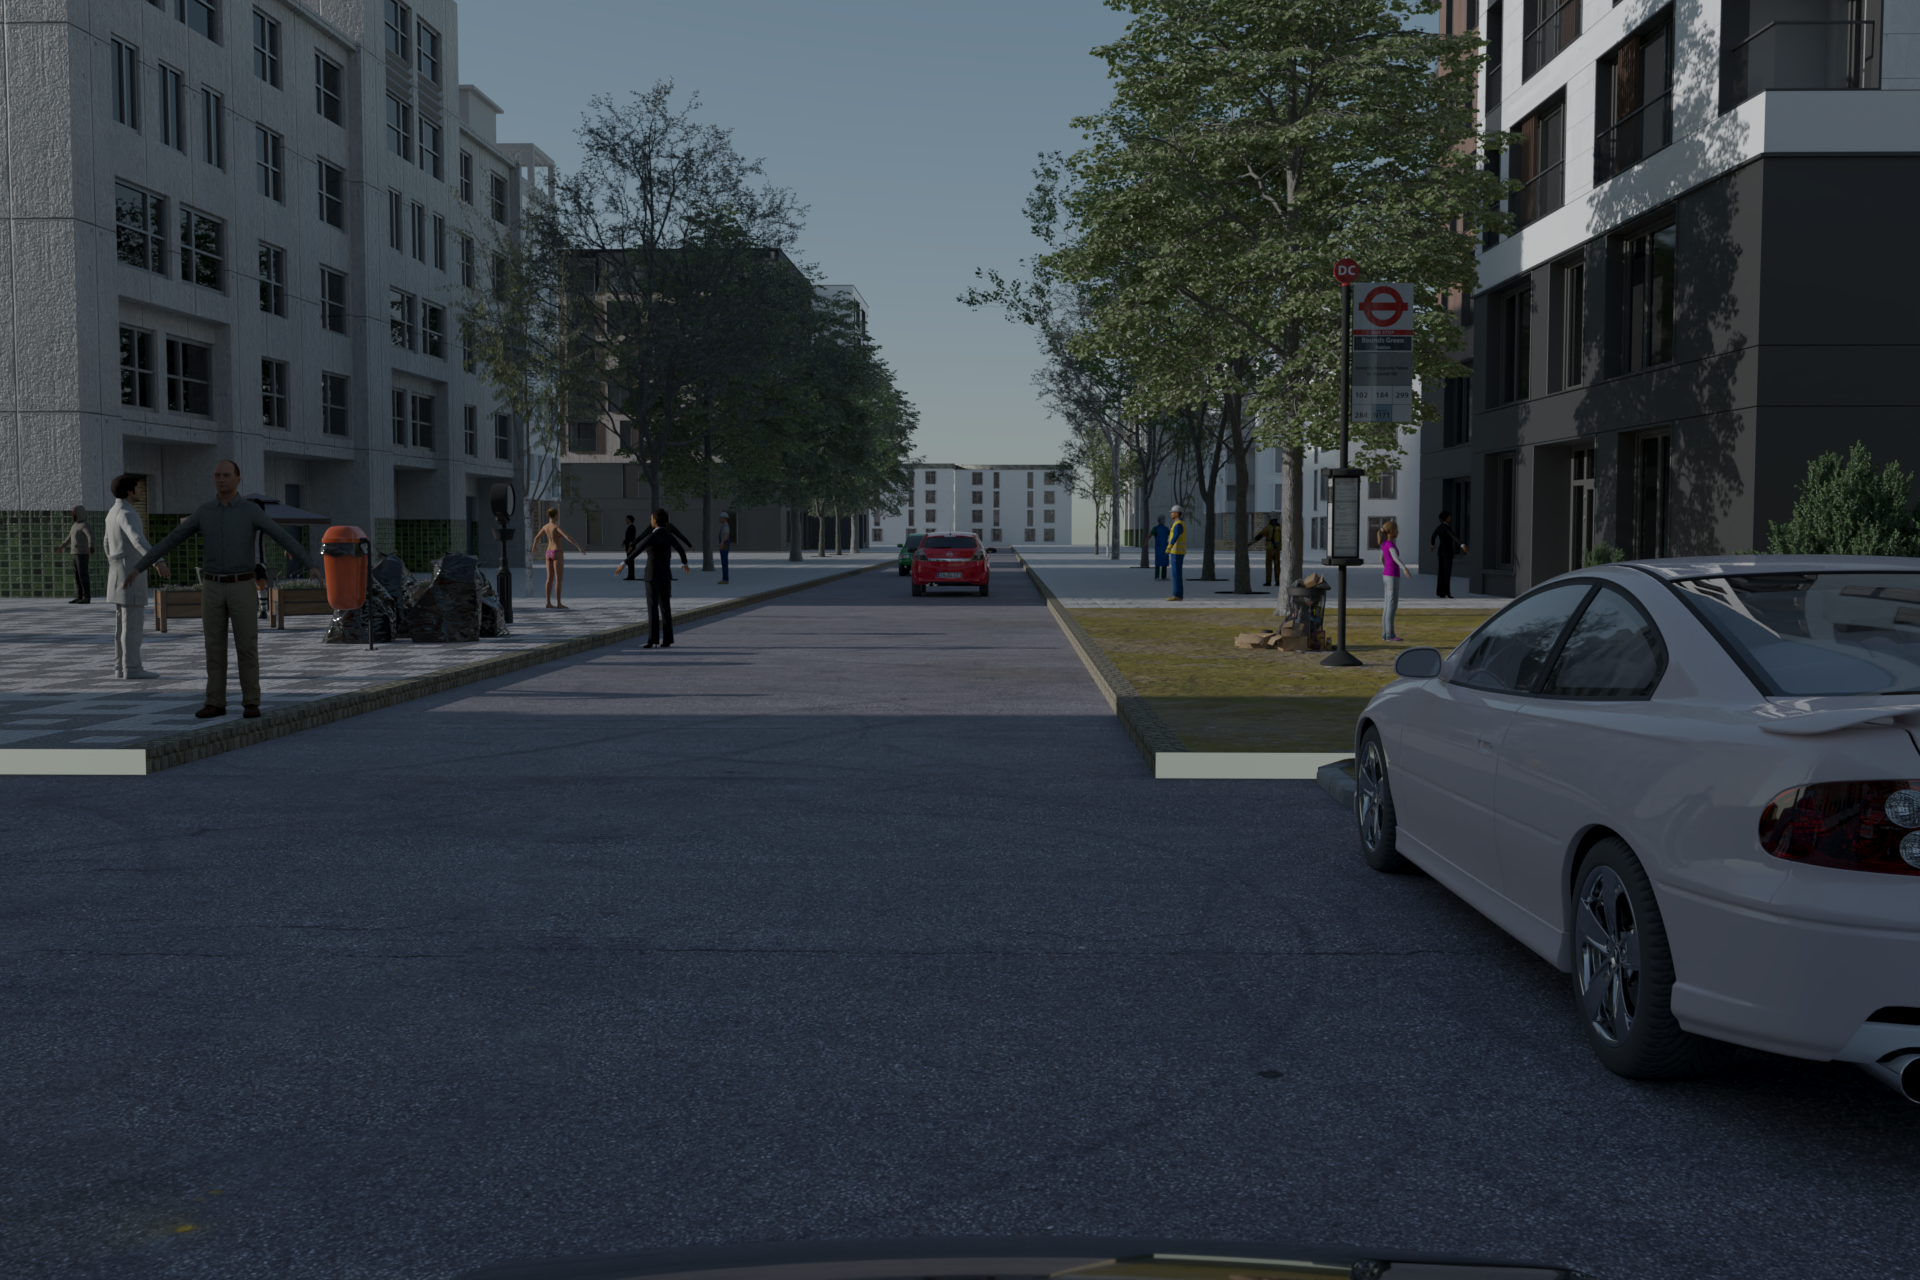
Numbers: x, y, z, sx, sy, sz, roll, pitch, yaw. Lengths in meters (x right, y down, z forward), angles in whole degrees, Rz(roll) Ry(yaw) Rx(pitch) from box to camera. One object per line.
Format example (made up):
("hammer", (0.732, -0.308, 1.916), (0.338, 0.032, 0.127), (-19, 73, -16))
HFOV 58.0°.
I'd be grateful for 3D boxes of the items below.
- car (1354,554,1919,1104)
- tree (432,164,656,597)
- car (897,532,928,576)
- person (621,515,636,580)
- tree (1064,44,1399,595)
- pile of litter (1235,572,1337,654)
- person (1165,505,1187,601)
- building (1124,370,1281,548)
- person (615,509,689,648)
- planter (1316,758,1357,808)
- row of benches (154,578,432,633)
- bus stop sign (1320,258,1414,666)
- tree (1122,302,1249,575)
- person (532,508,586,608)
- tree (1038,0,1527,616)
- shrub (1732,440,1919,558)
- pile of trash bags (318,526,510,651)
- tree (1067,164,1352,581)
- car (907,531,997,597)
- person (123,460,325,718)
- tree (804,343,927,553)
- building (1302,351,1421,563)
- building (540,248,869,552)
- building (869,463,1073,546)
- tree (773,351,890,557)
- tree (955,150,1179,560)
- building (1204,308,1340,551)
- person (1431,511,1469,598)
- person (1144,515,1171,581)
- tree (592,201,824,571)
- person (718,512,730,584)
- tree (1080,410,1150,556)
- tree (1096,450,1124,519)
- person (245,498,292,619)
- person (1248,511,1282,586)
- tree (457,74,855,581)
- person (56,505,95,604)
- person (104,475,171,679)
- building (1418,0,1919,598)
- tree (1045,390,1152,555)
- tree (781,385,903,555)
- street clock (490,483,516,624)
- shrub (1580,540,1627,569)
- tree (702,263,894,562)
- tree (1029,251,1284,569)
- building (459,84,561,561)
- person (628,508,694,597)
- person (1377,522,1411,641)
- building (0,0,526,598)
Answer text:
("car", (2.651, 0.394, 5.917), (2.083, 1.381, 4.827), (0, 4, 1))
("tree", (-8.972, -5.191, 35.234), (4.360, 8.622, 3.978), (0, 3, 0))
("car", (-1.184, -3.165, 60.551), (1.959, 1.807, 4.718), (0, 4, 1))
("person", (-9.171, -2.560, 48.035), (0.705, 1.806, 1.347), (-1, 4, -21))
("tree", (5.942, -6.797, 36.880), (9.928, 11.665, 9.643), (0, 3, 0))
("pile of litter", (3.671, -0.329, 19.342), (1.176, 0.858, 1.719), (0, 4, 1))
("person", (4.135, -1.667, 33.219), (0.705, 1.833, 1.349), (1, 4, 14))
("building", (25.618, -18.624, 170.959), (16.747, 18.905, 31.486), (0, 4, 2))
("person", (-3.850, -0.773, 21.825), (0.721, 1.740, 1.216), (3, 4, 37))
("planter", (3.032, 0.708, 9.559), (1.991, 0.319, 1.994), (0, 4, 2))
("row of benches", (-8.780, -0.509, 23.785), (4.104, 0.672, 1.422), (-2, 4, -31))
("bus stop sign", (3.957, -1.722, 16.852), (0.855, 3.939, 0.416), (0, 4, 1))
("tree", (6.703, -6.360, 54.356), (4.360, 8.622, 3.978), (0, 3, 0))
("person", (-6.971, -1.419, 30.004), (1.217, 1.733, 0.721), (2, 4, 31))
("tree", (5.138, -6.686, 27.439), (7.486, 12.596, 7.792), (0, 3, 0))
("shrub", (7.464, -0.642, 14.546), (1.661, 2.075, 1.752), (0, 3, 0))
("pile of trash bags", (-6.659, -0.658, 20.507), (1.912, 1.369, 3.447), (0, 4, 3))
("tree", (6.735, -7.419, 47.064), (9.928, 11.665, 9.643), (0, 3, 0))
("car", (-0.197, -1.965, 41.166), (2.155, 1.783, 4.494), (0, 4, 1))
("person", (-5.122, -0.358, 12.123), (1.348, 1.796, 0.705), (0, 4, -6))
("tree", (-7.084, -12.723, 114.683), (9.857, 13.997, 8.962), (0, 3, 0))
("building", (20.930, -8.186, 75.996), (9.099, 9.664, 28.070), (0, 4, 2))
("building", (-22.739, -18.136, 140.497), (27.936, 21.610, 32.646), (0, 4, 2))
("building", (-0.621, -16.003, 206.252), (28.070, 9.664, 9.099), (0, 4, 1))
("tree", (-7.758, -10.417, 96.071), (9.928, 11.665, 9.643), (0, 3, 0))
("tree", (6.620, -14.121, 86.767), (12.611, 20.169, 13.585), (0, 3, 0))
("building", (25.482, -17.575, 143.765), (16.016, 20.090, 11.380), (0, 4, 1))
("person", (9.763, -1.707, 34.626), (0.721, 1.740, 1.216), (-1, 4, -18))
("person", (5.562, -2.539, 47.645), (1.347, 1.817, 0.704), (-2, 4, -31))
("tree", (-8.521, -8.619, 59.052), (7.486, 12.596, 7.792), (0, 3, 0))
("person", (-6.083, -2.362, 44.478), (0.705, 1.847, 1.347), (-1, 4, -8))
("tree", (8.672, -9.098, 99.122), (4.737, 8.622, 4.395), (0, 3, 0))
("tree", (19.289, -16.864, 201.481), (9.928, 11.665, 9.643), (0, 3, 0))
("person", (-10.689, -1.226, 26.189), (1.345, 1.843, 0.704), (1, 4, 9))
("person", (7.701, -2.256, 42.651), (1.354, 1.858, 0.705), (-1, 4, -14))
("tree", (-8.391, -8.368, 47.182), (12.009, 13.543, 11.850), (0, 3, 0))
("person", (-16.192, -1.572, 31.828), (1.348, 1.813, 0.705), (3, 4, 39))
("person", (-7.370, -0.565, 15.419), (0.705, 1.806, 1.347), (-3, 5, -42))
("building", (25.027, -11.927, 38.982), (27.936, 21.610, 32.646), (0, 4, 1))
("tree", (8.793, -10.592, 107.599), (7.601, 10.594, 8.767), (-2, 4, -34))
("tree", (-7.316, -10.974, 105.175), (9.928, 11.665, 9.643), (0, 3, 0))
("street clock", (-6.538, -1.239, 24.822), (0.358, 2.002, 0.471), (0, 4, 3))
("shrub", (8.445, -0.712, 22.756), (1.383, 1.207, 1.383), (0, 3, 0))
("tree", (-7.715, -10.611, 80.144), (9.857, 13.997, 8.962), (0, 3, 0))
("tree", (7.035, -9.426, 64.486), (12.009, 13.543, 11.850), (0, 3, 0))
("building", (-25.435, -13.338, 74.494), (16.016, 20.090, 11.380), (0, 4, 1))
("person", (-6.049, -1.766, 35.104), (1.346, 1.802, 0.704), (-1, 4, -15))
("person", (5.238, -0.706, 20.809), (0.599, 1.433, 0.991), (0, 4, -1))
("building", (-25.368, -11.229, 50.060), (16.747, 18.905, 31.486), (0, 4, 2))
